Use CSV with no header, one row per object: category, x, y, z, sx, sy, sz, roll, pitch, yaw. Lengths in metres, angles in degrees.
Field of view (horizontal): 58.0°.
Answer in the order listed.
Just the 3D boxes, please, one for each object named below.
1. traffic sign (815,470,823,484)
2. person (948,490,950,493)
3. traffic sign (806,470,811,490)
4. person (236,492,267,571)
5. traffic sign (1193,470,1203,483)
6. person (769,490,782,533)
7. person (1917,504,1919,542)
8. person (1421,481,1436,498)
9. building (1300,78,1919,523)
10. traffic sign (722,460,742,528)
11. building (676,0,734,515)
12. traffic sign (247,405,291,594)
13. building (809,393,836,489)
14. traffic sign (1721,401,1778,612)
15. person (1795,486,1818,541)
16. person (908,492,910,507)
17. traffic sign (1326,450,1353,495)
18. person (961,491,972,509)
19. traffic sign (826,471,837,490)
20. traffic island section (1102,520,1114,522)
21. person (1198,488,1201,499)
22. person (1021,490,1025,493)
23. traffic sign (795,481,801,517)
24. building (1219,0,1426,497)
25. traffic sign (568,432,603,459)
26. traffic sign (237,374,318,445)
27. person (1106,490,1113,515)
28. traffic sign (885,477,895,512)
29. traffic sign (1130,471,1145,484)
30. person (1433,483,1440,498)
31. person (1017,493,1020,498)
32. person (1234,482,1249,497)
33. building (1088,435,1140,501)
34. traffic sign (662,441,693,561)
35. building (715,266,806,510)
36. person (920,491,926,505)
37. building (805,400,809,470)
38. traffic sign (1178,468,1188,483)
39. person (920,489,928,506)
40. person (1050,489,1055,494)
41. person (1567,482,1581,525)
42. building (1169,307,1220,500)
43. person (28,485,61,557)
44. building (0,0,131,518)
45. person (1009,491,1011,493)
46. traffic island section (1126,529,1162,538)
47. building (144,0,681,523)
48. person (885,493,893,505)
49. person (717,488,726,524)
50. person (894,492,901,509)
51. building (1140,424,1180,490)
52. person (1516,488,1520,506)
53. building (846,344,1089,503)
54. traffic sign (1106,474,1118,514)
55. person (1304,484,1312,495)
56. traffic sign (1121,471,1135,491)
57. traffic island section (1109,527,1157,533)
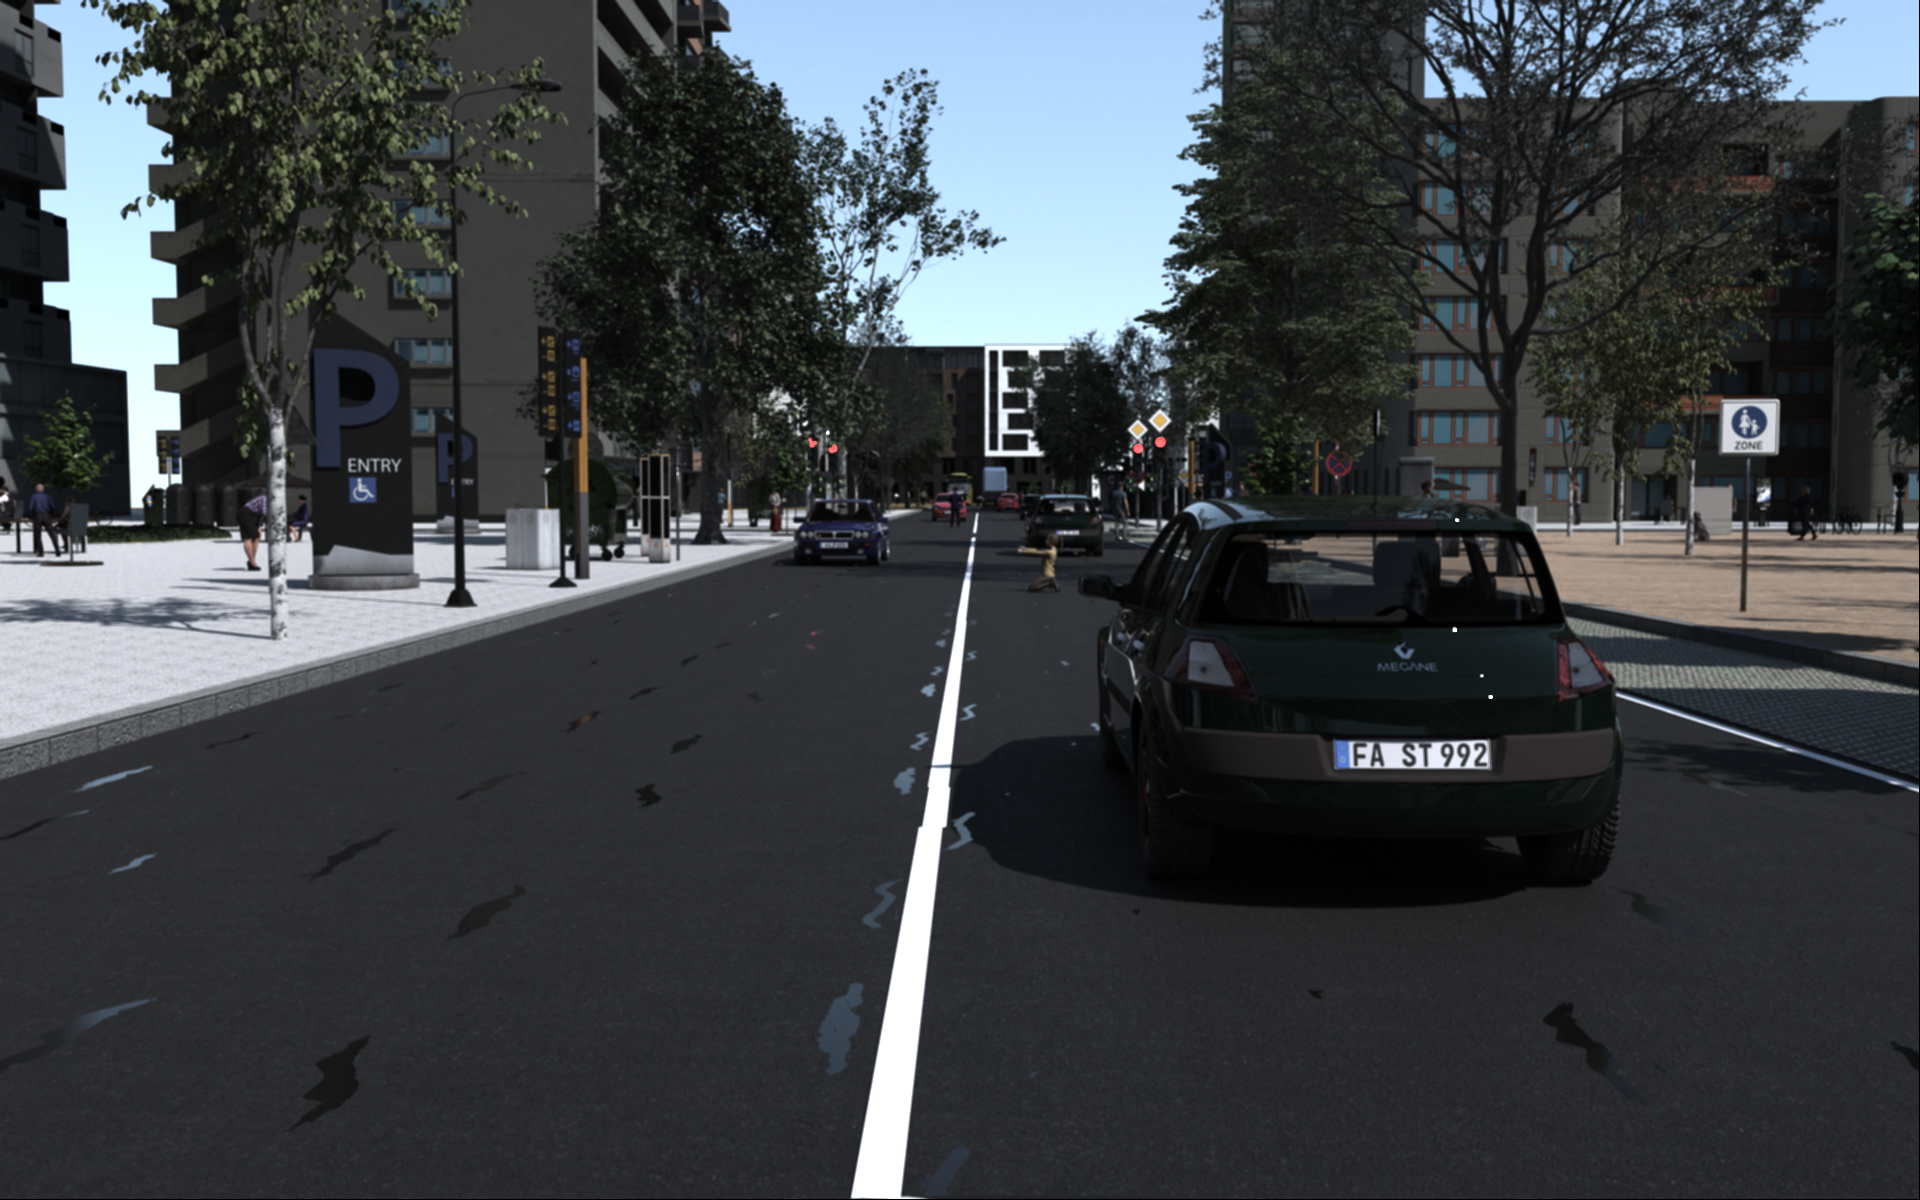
traffic sign,-7.540,-5.604,91.733,0.768,2.556,0.104,0,4,2
person,-1.171,-10.219,175.723,1.348,1.807,0.705,1,4,22
traffic sign,-8.036,-5.564,91.071,0.768,2.556,0.104,0,4,4
person,-11.723,-1.205,28.975,0.697,1.427,0.421,-1,4,-20
traffic sign,11.779,-5.269,86.159,0.884,2.594,0.081,0,4,4
person,-6.150,-3.011,57.732,0.387,1.526,0.523,-2,4,-34
person,25.767,-2.305,46.189,0.387,1.526,0.523,3,5,40
person,8.731,-1.460,32.374,0.387,1.526,0.523,1,4,10
building,34.601,-14.952,89.506,28.899,21.520,27.650,0,4,1
traffic sign,-8.584,-3.981,65.200,0.768,2.556,0.104,0,4,6
building,-26.732,-27.943,111.487,22.147,44.769,28.867,0,4,1
traffic sign,-8.858,-1.353,22.234,0.768,2.556,0.104,1,4,10
building,-30.571,-20.215,196.968,31.486,18.905,16.747,0,4,1
traffic sign,8.546,-1.022,18.832,0.606,2.300,0.079,1,4,10
person,23.335,-2.395,47.736,0.613,1.512,0.480,-2,4,-25
person,-5.052,-9.888,168.653,0.436,1.711,0.756,-2,4,-33
traffic sign,10.816,-3.020,49.476,0.768,2.556,0.104,0,4,1
person,0.469,-9.346,162.137,1.217,1.723,0.721,0,4,-1
traffic sign,-6.658,-5.480,89.705,0.768,2.556,0.104,0,4,2
traffic island section,6.960,-4.120,90.230,1.991,0.108,1.994,0,4,1
person,17.915,-7.567,130.427,0.551,1.740,0.621,2,4,25
person,5.566,-8.609,149.771,0.721,1.766,1.217,0,4,-2
traffic sign,-8.532,-5.372,89.968,0.606,2.300,0.079,1,4,8
building,26.785,-27.454,132.468,14.154,41.232,14.086,0,4,1
traffic sign,-7.639,-2.154,35.325,0.768,2.556,0.104,1,4,8
traffic sign,-7.408,-1.149,18.791,0.884,2.594,0.081,0,4,2
person,9.150,-5.951,105.543,0.471,1.553,0.569,0,4,1
traffic sign,-5.126,-7.714,126.233,0.768,2.556,0.104,0,4,6
traffic sign,8.774,-5.231,85.637,0.768,2.556,0.104,1,4,10
person,15.817,-3.128,57.721,0.617,1.759,0.750,-3,5,-40
person,6.094,-10.191,176.586,0.593,1.643,0.415,-2,4,-29
person,11.033,-3.750,67.916,0.990,1.755,0.434,3,5,44
building,31.566,-18.160,239.058,28.070,9.664,9.099,0,4,1
traffic sign,-5.429,-1.906,33.298,0.606,2.300,0.079,0,4,5
building,-29.518,-19.148,157.039,27.936,21.610,32.646,0,4,1
person,-4.306,-12.201,206.320,1.217,1.735,0.721,2,4,24
building,-23.738,-19.799,180.131,16.016,20.091,11.380,0,4,1
traffic sign,10.994,-5.209,84.905,0.795,2.593,0.064,0,4,8
person,-4.107,-11.354,191.682,1.348,1.823,0.705,-1,4,-22
person,7.844,-8.321,144.410,0.599,1.838,0.709,3,5,40
person,25.357,-3.982,71.675,0.750,1.759,0.617,3,5,40
building,29.006,-19.272,171.517,16.016,20.091,11.380,0,4,1
person,-18.752,-1.637,35.499,0.574,1.496,0.600,-1,4,-21
building,-63.802,-30.562,88.935,27.495,52.752,28.713,0,4,1
person,6.202,-12.643,215.347,1.348,1.807,0.705,1,4,14
traffic island section,6.587,-2.132,57.142,2.009,0.180,2.903,0,4,1
building,-26.428,-28.244,85.487,21.300,48.544,21.600,0,4,1
person,-8.488,-12.247,206.836,0.990,1.755,0.434,1,4,9
person,-10.402,-4.096,75.229,0.429,1.552,0.499,-2,4,-27
person,-5.254,-8.268,144.419,0.799,1.438,0.628,2,4,26
building,26.126,-15.260,191.642,9.099,9.664,28.070,0,4,1
person,23.110,-3.868,71.825,0.480,1.512,0.613,-1,4,-16
building,1.334,-24.814,249.681,32.646,21.610,27.936,0,4,1
traffic sign,9.463,-6.586,107.781,0.768,2.556,0.104,0,4,3
person,15.246,-4.190,75.255,0.576,1.737,0.504,1,4,13
traffic sign,9.543,-6.038,98.730,0.884,2.594,0.081,0,4,3
traffic island section,6.680,-2.621,65.126,2.009,0.180,2.903,0,4,1
